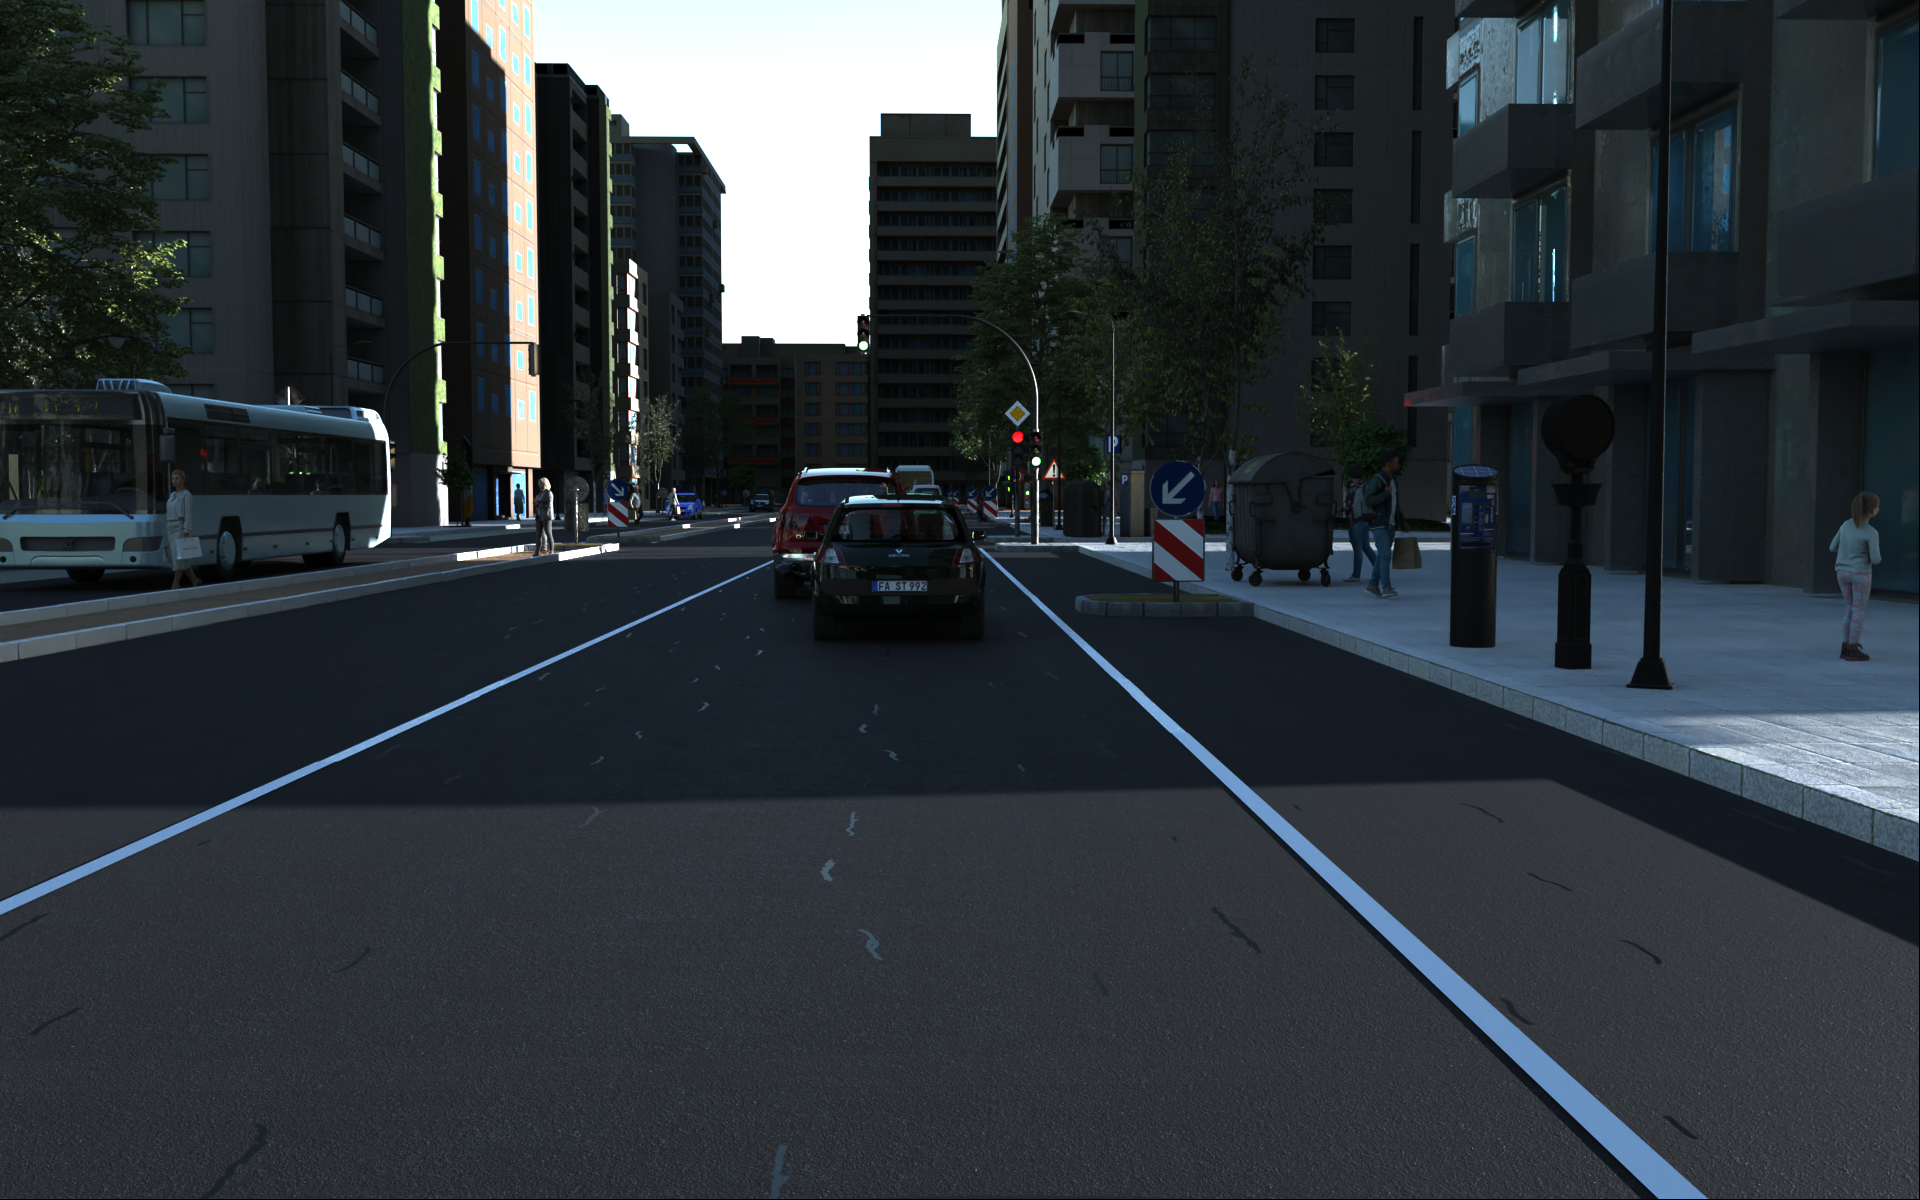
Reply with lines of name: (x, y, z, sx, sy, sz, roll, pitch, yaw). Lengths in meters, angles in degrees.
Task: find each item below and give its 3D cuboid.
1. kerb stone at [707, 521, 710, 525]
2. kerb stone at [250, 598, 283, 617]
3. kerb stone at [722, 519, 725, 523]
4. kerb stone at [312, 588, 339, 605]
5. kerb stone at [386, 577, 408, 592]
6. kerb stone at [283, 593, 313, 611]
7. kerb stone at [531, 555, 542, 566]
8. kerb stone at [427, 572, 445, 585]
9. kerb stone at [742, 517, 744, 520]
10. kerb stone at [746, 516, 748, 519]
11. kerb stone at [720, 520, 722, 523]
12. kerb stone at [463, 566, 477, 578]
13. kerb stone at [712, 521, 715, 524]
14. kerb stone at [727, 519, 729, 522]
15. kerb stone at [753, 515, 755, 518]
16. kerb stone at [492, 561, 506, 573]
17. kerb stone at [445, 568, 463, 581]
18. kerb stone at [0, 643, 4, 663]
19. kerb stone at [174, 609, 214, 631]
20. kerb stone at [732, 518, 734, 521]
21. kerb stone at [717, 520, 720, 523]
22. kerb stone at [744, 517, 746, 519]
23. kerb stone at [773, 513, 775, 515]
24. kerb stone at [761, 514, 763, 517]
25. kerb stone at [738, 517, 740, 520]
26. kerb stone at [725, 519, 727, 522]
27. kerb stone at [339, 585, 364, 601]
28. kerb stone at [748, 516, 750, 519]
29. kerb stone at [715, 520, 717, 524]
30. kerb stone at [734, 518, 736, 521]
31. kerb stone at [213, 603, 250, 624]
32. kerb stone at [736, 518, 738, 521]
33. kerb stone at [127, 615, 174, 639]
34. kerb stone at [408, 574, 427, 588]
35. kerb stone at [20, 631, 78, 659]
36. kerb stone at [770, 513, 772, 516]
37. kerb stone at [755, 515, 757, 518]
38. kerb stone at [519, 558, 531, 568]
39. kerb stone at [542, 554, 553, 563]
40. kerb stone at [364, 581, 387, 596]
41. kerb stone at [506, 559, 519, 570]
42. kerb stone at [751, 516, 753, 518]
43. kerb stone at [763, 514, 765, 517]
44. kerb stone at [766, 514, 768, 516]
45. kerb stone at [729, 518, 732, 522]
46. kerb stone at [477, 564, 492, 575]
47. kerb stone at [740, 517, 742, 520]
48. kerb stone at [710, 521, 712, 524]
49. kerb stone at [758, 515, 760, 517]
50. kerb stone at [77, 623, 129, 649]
kerb stone: (-11.751, -3.512, 79.618, 0.120, 0.150, 1.000, 0, 4, -1)
kerb stone: (-8.332, 0.097, 20.611, 0.120, 0.150, 1.000, 0, 4, -1)
kerb stone: (-11.888, -3.885, 85.753, 0.120, 0.150, 1.000, 0, 4, -1)
kerb stone: (-8.384, -0.028, 22.654, 0.120, 0.150, 1.000, 0, 4, -1)
kerb stone: (-8.455, -0.216, 25.729, 0.120, 0.150, 1.000, 0, 4, -1)
kerb stone: (-8.355, 0.038, 21.633, 0.120, 0.150, 1.000, 0, 4, -1)
kerb stone: (-8.654, -0.774, 34.950, 0.120, 0.150, 1.000, 0, 4, -1)
kerb stone: (-8.500, -0.341, 27.772, 0.120, 0.150, 1.000, 0, 4, -1)
kerb stone: (-12.099, -4.451, 94.967, 0.120, 0.150, 1.000, 0, 4, -1)
kerb stone: (-12.143, -4.575, 97.021, 0.120, 0.150, 1.000, 0, 4, -1)
kerb stone: (-11.870, -3.825, 84.731, 0.120, 0.150, 1.000, 0, 4, -1)
kerb stone: (-8.545, -0.466, 29.828, 0.120, 0.150, 1.000, 0, 4, -1)
kerb stone: (-11.797, -3.634, 81.664, 0.120, 0.150, 1.000, 0, 4, -1)
kerb stone: (-11.943, -4.013, 87.800, 0.120, 0.150, 1.000, 0, 4, -1)
kerb stone: (-12.234, -4.827, 101.113, 0.120, 0.150, 1.000, 0, 4, -1)
kerb stone: (-8.584, -0.587, 31.874, 0.120, 0.150, 1.000, 0, 4, -1)
kerb stone: (-8.508, -0.398, 28.807, 0.120, 0.150, 1.000, 0, 4, -1)
kerb stone: (-8.196, 0.472, 14.474, 0.120, 0.150, 1.000, 0, 4, -1)
kerb stone: (-8.285, 0.222, 18.563, 0.120, 0.150, 1.000, 0, 4, -1)
kerb stone: (-11.983, -4.138, 89.847, 0.120, 0.150, 1.000, 0, 4, -1)
kerb stone: (-11.842, -3.762, 83.709, 0.120, 0.150, 1.000, 0, 4, -1)
kerb stone: (-12.108, -4.512, 95.999, 0.120, 0.150, 1.000, 0, 4, -1)
kerb stone: (-12.524, -5.638, 114.443, 0.120, 0.150, 1.000, 0, 4, -1)
kerb stone: (-12.347, -5.140, 106.251, 0.120, 0.150, 1.000, 0, 4, -1)
kerb stone: (-12.046, -4.326, 92.920, 0.120, 0.150, 1.000, 0, 4, -1)
kerb stone: (-11.912, -3.950, 86.778, 0.120, 0.150, 1.000, 0, 4, -1)
kerb stone: (-8.407, -0.091, 23.681, 0.120, 0.150, 1.000, 0, 4, -1)
kerb stone: (-12.163, -4.639, 98.043, 0.120, 0.150, 1.000, 0, 4, -1)
kerb stone: (-11.827, -3.697, 82.686, 0.120, 0.150, 1.000, 0, 4, -1)
kerb stone: (-12.001, -4.196, 90.870, 0.120, 0.150, 1.000, 0, 4, -1)
kerb stone: (-8.320, 0.159, 19.589, 0.120, 0.150, 1.000, 0, 4, -1)
kerb stone: (-12.022, -4.261, 91.892, 0.120, 0.150, 1.000, 0, 4, -1)
kerb stone: (-8.264, 0.285, 17.539, 0.120, 0.150, 1.000, 0, 4, -1)
kerb stone: (-8.472, -0.279, 26.751, 0.120, 0.150, 1.000, 0, 4, -1)
kerb stone: (-8.218, 0.410, 15.496, 0.120, 0.150, 1.000, 0, 4, -1)
kerb stone: (-12.474, -5.517, 112.397, 0.120, 0.150, 1.000, 0, 4, -1)
kerb stone: (-12.253, -4.890, 102.139, 0.120, 0.150, 1.000, 0, 4, -1)
kerb stone: (-8.631, -0.716, 33.927, 0.120, 0.150, 1.000, 0, 4, -1)
kerb stone: (-8.683, -0.843, 35.980, 0.120, 0.150, 1.000, 0, 4, -1)
kerb stone: (-8.429, -0.149, 24.707, 0.120, 0.150, 1.000, 0, 4, -1)
kerb stone: (-8.609, -0.654, 32.905, 0.120, 0.150, 1.000, 0, 4, -1)
kerb stone: (-12.208, -4.763, 100.091, 0.120, 0.150, 1.000, 0, 4, -1)
kerb stone: (-12.362, -5.204, 107.273, 0.120, 0.150, 1.000, 0, 4, -1)
kerb stone: (-12.407, -5.329, 109.317, 0.120, 0.150, 1.000, 0, 4, -1)
kerb stone: (-11.955, -4.072, 88.826, 0.120, 0.150, 1.000, 0, 4, -1)
kerb stone: (-8.572, -0.529, 30.851, 0.120, 0.150, 1.000, 0, 4, -1)
kerb stone: (-12.076, -4.388, 93.942, 0.120, 0.150, 1.000, 0, 4, -1)
kerb stone: (-11.781, -3.572, 80.640, 0.120, 0.150, 1.000, 0, 4, -1)
kerb stone: (-12.298, -5.016, 104.200, 0.120, 0.150, 1.000, 0, 4, -1)
kerb stone: (-8.245, 0.347, 16.517, 0.120, 0.150, 1.000, 0, 4, -1)
